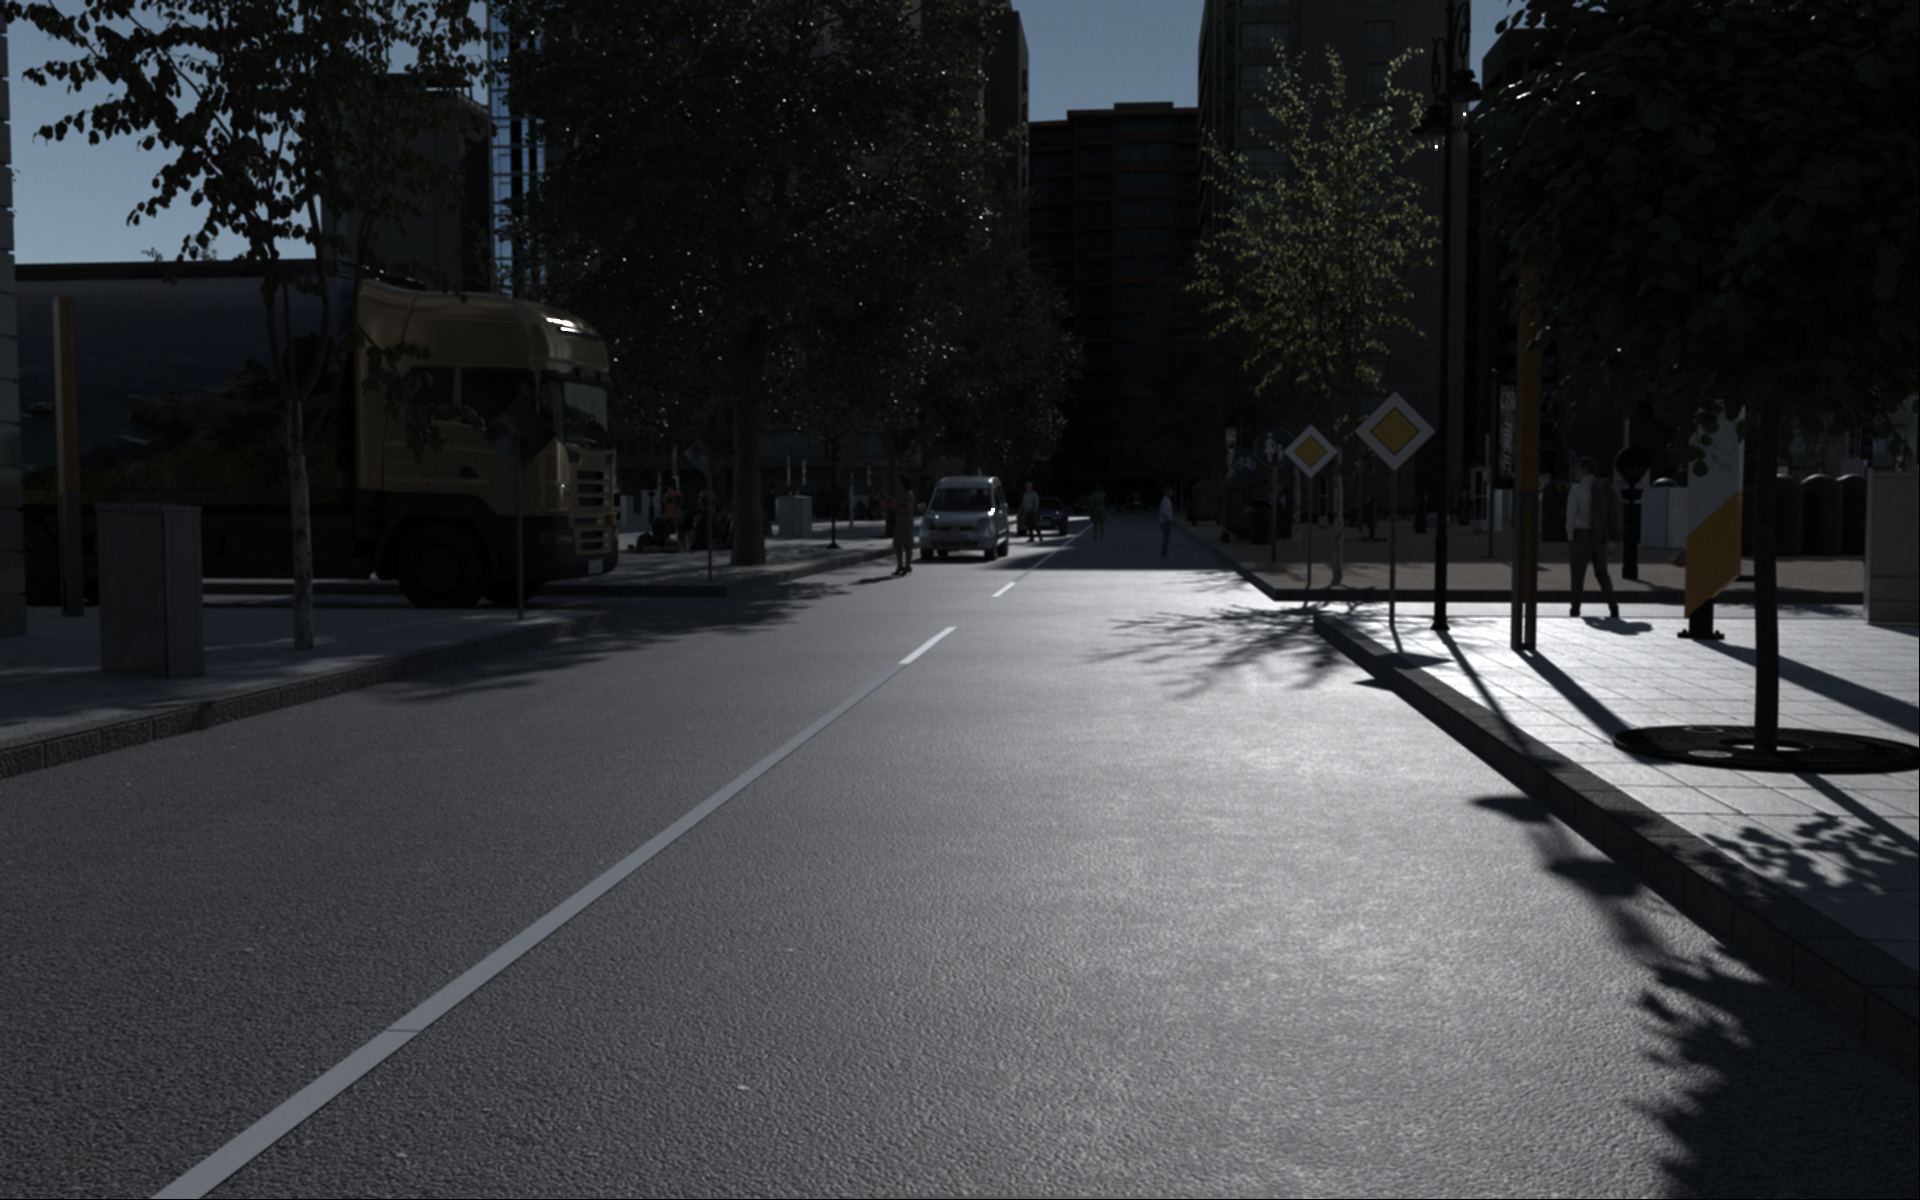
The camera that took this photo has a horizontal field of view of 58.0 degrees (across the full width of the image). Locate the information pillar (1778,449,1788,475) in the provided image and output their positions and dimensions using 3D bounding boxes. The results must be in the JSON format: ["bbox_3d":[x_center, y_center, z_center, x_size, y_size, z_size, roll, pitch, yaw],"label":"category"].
[{"bbox_3d":[24.633,-3.710,52.005,0.504,3.616,0.183,-1,4,-11],"label":"information pillar"}]

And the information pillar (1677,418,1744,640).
[{"bbox_3d":[6.645,-1.461,15.247,0.183,3.616,0.504,-3,4,-36],"label":"information pillar"}]

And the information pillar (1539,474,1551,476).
[{"bbox_3d":[21.572,-3.637,63.956,0.304,2.012,0.304,-1,4,-10],"label":"information pillar"}]

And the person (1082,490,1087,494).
[{"bbox_3d":[11.401,-9.199,158.931,1.348,1.821,0.705,-1,4,-19],"label":"person"}]

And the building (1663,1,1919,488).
[{"bbox_3d":[78.630,-32.673,153.812,30.456,49.044,23.786,0,4,6],"label":"building"}]

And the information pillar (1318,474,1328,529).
[{"bbox_3d":[13.409,-3.635,63.926,0.304,2.012,0.304,1,4,19],"label":"information pillar"}]

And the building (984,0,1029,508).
[{"bbox_3d":[-4.692,-33.024,163.636,21.600,48.544,21.300,0,4,6],"label":"building"}]

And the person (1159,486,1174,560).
[{"bbox_3d":[4.499,-1.674,37.686,0.330,1.601,0.589,1,4,8],"label":"person"}]

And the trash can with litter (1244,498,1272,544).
[{"bbox_3d":[7.670,-2.005,44.171,0.624,1.170,1.055,2,4,25],"label":"trash can with litter"}]

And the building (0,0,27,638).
[{"bbox_3d":[-23.685,-14.281,10.989,29.804,29.767,11.434,0,4,6],"label":"building"}]

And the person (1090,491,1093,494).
[{"bbox_3d":[12.810,-9.836,170.113,0.721,1.735,1.217,2,4,25],"label":"person"}]

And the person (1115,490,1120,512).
[{"bbox_3d":[12.273,-7.696,134.874,0.434,1.755,0.990,0,4,-3],"label":"person"}]

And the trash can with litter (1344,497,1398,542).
[{"bbox_3d":[10.998,-2.193,46.906,1.678,1.210,2.233,1,4,22],"label":"trash can with litter"}]

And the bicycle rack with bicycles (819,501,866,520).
[{"bbox_3d":[-6.047,-4.562,87.968,2.852,0.926,2.925,0,4,0],"label":"bicycle rack with bicycles"}]

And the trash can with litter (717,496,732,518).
[{"bbox_3d":[-12.458,-5.043,93.505,2.233,1.210,1.678,2,4,25],"label":"trash can with litter"}]

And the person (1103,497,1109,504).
[{"bbox_3d":[12.534,-8.587,152.156,1.065,1.426,0.557,0,4,-6],"label":"person"}]

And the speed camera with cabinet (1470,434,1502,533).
[{"bbox_3d":[17.521,-3.873,57.658,0.660,3.252,2.038,2,4,31],"label":"speed camera with cabinet"}]

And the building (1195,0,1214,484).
[{"bbox_3d":[32.816,-32.724,158.745,21.300,48.544,21.600,0,4,6],"label":"building"}]

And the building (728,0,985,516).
[{"bbox_3d":[-6.005,-25.957,107.997,14.154,41.232,14.086,0,4,6],"label":"building"}]

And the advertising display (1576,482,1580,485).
[{"bbox_3d":[33.806,-5.495,95.063,0.974,1.923,0.123,2,4,34],"label":"advertising display"}]

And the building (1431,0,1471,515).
[{"bbox_3d":[24.911,-26.279,113.257,14.154,41.232,14.086,0,4,6],"label":"building"}]

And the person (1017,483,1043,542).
[{"bbox_3d":[2.065,-2.617,51.767,0.782,1.767,0.515,3,5,40],"label":"person"}]

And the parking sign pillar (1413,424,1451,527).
[{"bbox_3d":[18.337,-4.814,67.177,1.447,3.967,1.447,3,4,39],"label":"parking sign pillar"}]

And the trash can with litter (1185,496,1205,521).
[{"bbox_3d":[11.149,-4.298,81.658,1.055,1.170,0.624,2,4,27],"label":"trash can with litter"}]

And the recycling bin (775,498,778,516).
[{"bbox_3d":[-10.146,-5.328,99.672,0.722,1.027,0.722,-3,5,-40],"label":"recycling bin"}]

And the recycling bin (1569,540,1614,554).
[{"bbox_3d":[13.576,-1.509,37.227,0.722,1.027,0.722,0,4,-5],"label":"recycling bin"}]

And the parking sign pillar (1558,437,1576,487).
[{"bbox_3d":[26.205,-5.277,74.758,1.447,3.967,1.447,2,4,34],"label":"parking sign pillar"}]

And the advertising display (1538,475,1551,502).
[{"bbox_3d":[20.040,-3.343,59.872,0.974,1.923,0.123,-2,4,-32],"label":"advertising display"}]

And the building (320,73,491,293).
[{"bbox_3d":[-53.413,-29.846,171.571,14.086,41.232,14.154,0,4,6],"label":"building"}]

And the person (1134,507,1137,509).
[{"bbox_3d":[16.735,-9.540,165.214,1.217,1.736,0.721,1,4,10],"label":"person"}]

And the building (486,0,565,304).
[{"bbox_3d":[-30.982,-52.062,163.886,31.000,86.520,22.319,0,4,6],"label":"building"}]

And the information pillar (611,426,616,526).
[{"bbox_3d":[-7.784,-2.900,38.766,0.183,3.616,0.504,0,4,-5],"label":"information pillar"}]

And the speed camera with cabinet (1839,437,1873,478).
[{"bbox_3d":[22.085,-2.970,42.901,0.660,3.252,2.038,2,4,31],"label":"speed camera with cabinet"}]

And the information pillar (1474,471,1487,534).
[{"bbox_3d":[16.861,-3.157,56.104,0.304,2.012,0.304,3,5,41],"label":"information pillar"}]

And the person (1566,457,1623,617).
[{"bbox_3d":[6.860,-0.620,18.742,0.679,1.850,0.850,-1,4,-16],"label":"person"}]

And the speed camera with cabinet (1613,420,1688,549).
[{"bbox_3d":[16.372,-2.859,41.076,0.660,3.252,2.038,-1,4,-16],"label":"speed camera with cabinet"}]

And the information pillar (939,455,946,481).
[{"bbox_3d":[-0.923,-6.131,91.600,0.183,3.616,0.504,3,4,39],"label":"information pillar"}]

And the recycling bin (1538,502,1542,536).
[{"bbox_3d":[17.930,-2.525,53.830,0.722,1.027,0.722,3,5,43],"label":"recycling bin"}]

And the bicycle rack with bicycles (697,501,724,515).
[{"bbox_3d":[-13.720,-5.070,96.275,2.925,0.926,2.852,2,4,29],"label":"bicycle rack with bicycles"}]

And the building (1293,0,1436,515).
[{"bbox_3d":[26.133,-27.136,127.265,14.154,41.232,14.086,0,4,6],"label":"building"}]

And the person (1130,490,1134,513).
[{"bbox_3d":[12.704,-7.257,128.073,0.530,1.710,0.541,2,4,33],"label":"person"}]

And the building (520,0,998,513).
[{"bbox_3d":[-13.294,-26.665,127.856,32.217,40.220,23.993,0,4,6],"label":"building"}]

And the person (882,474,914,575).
[{"bbox_3d":[-1.102,-1.332,30.643,0.532,1.782,0.716,-1,4,-20],"label":"person"}]

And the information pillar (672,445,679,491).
[{"bbox_3d":[-13.040,-5.387,79.438,0.183,3.616,0.504,-3,4,-38],"label":"information pillar"}]

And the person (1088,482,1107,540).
[{"bbox_3d":[4.320,-2.772,54.073,0.600,1.795,0.529,-1,4,-14],"label":"person"}]
